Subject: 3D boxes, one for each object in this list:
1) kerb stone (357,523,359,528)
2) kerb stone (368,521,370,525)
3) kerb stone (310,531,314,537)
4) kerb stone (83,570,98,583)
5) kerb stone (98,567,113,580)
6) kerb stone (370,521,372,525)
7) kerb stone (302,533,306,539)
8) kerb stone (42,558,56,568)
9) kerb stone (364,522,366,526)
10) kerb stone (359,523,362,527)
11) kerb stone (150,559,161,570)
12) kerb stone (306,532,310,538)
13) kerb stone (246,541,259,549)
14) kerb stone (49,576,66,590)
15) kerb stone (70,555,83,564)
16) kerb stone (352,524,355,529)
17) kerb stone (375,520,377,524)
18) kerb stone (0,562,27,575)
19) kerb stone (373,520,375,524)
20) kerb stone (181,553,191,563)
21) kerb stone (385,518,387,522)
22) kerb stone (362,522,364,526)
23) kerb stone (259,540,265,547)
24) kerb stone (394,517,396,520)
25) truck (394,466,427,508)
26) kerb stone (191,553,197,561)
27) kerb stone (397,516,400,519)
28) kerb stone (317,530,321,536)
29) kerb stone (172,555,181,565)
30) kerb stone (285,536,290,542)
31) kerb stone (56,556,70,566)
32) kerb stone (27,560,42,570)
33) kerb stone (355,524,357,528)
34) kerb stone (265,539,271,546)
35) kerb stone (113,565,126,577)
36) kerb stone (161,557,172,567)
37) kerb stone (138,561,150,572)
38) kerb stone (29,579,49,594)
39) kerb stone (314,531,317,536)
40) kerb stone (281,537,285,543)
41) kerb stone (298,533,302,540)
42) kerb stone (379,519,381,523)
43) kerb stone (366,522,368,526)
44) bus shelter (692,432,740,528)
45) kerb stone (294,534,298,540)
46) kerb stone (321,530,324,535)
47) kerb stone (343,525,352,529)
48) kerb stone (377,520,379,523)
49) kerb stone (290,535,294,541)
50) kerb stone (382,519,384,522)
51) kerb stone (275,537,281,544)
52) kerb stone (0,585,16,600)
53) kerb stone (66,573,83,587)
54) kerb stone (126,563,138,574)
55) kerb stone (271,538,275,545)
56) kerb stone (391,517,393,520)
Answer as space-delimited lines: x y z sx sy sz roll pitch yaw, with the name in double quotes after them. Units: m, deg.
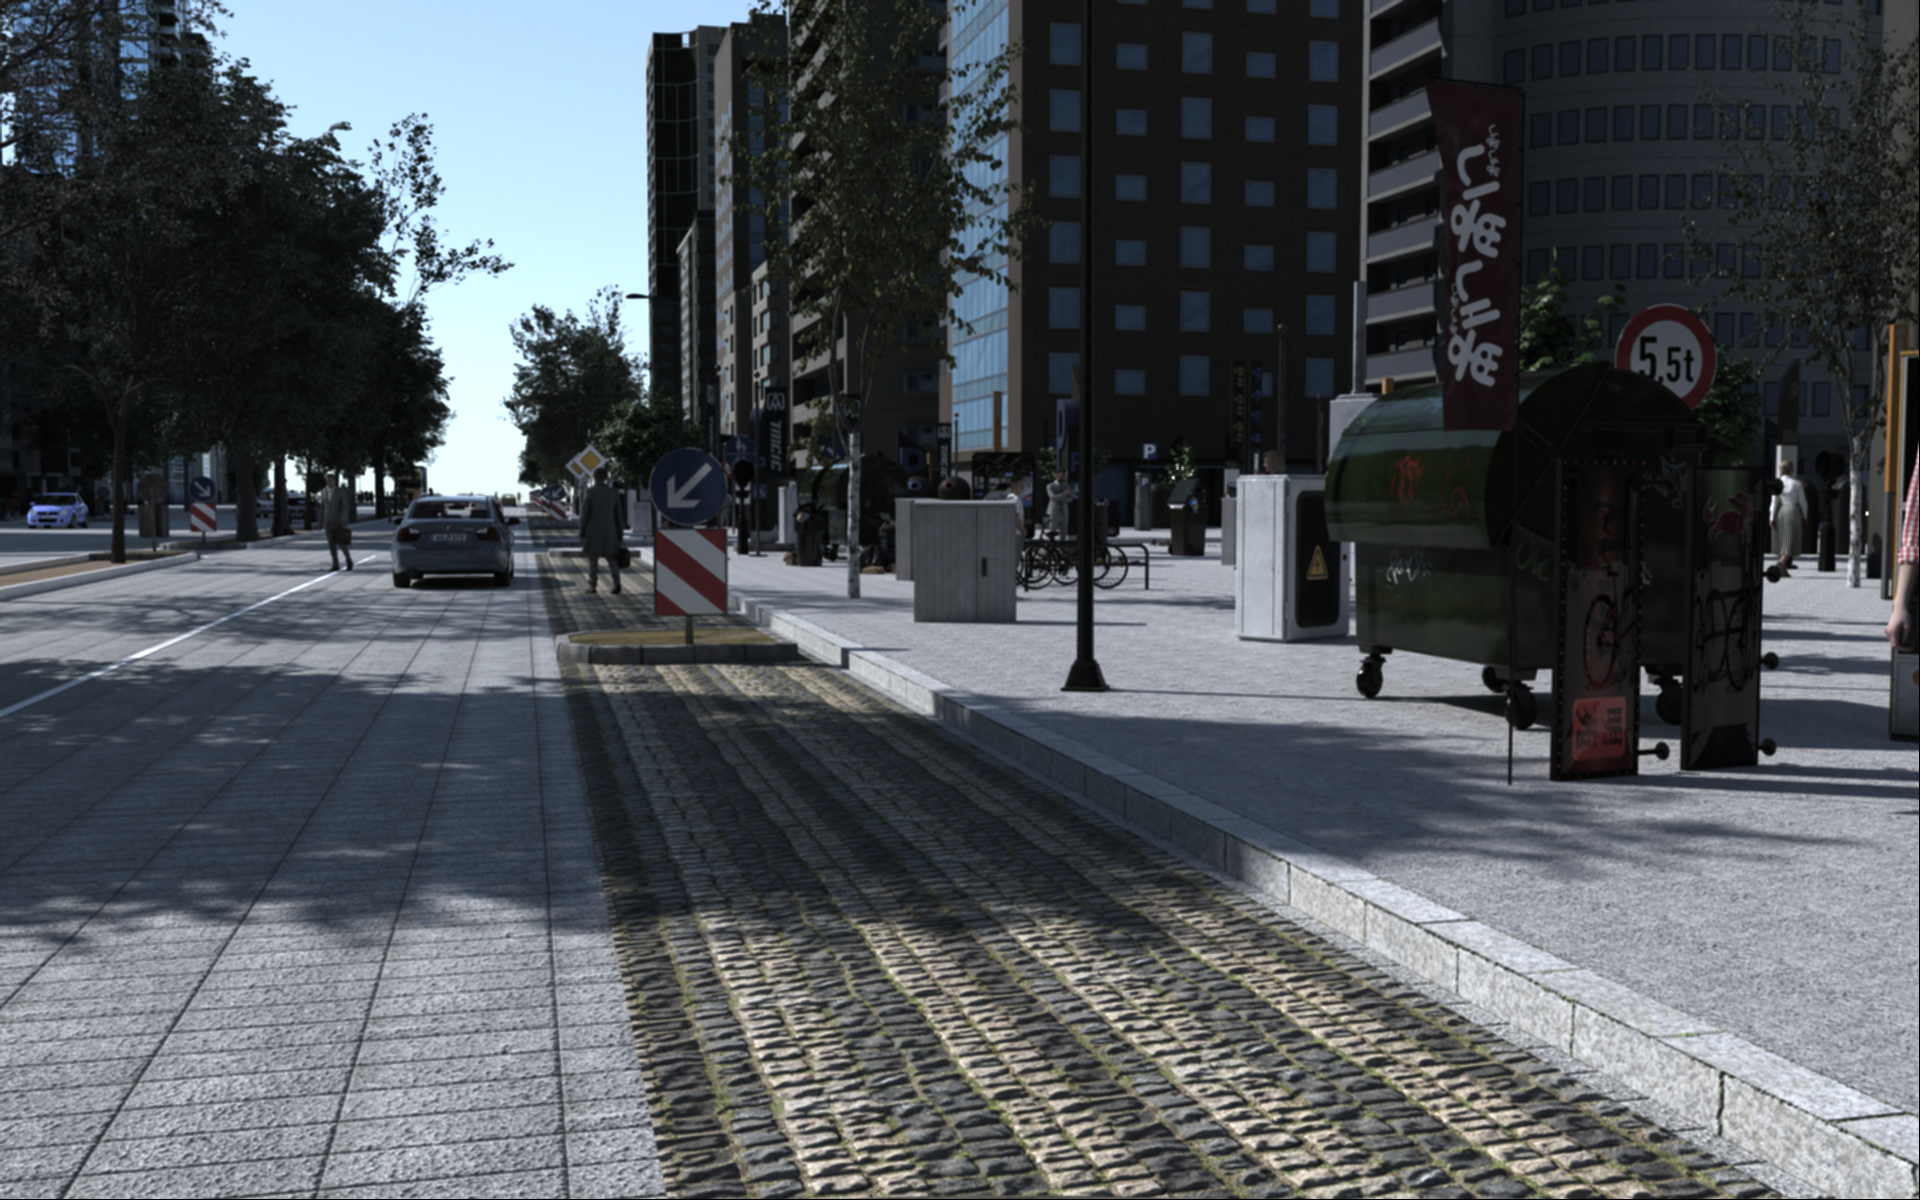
-25.667 -3.130 73.376 0.120 0.150 1.000 -1 4 -14 "kerb stone"
-26.925 -3.433 78.348 0.120 0.150 1.000 -1 4 -14 "kerb stone"
-21.641 -2.151 57.453 0.120 0.150 1.000 -1 4 -14 "kerb stone"
-14.217 -0.362 28.116 0.120 0.150 1.000 -1 4 -14 "kerb stone"
-14.467 -0.423 29.110 0.120 0.150 1.000 -1 4 -14 "kerb stone"
-27.174 -3.495 79.339 0.120 0.150 1.000 -1 4 -14 "kerb stone"
-21.140 -2.034 55.468 0.120 0.150 1.000 -1 4 -14 "kerb stone"
-17.757 -0.695 33.561 0.120 0.150 1.000 -1 4 -14 "kerb stone"
-26.427 -3.311 76.354 0.120 0.150 1.000 -1 4 -14 "kerb stone"
-25.914 -3.191 74.371 0.120 0.150 1.000 -1 4 -14 "kerb stone"
-15.475 -0.666 33.081 0.120 0.150 1.000 -1 4 -14 "kerb stone"
-21.394 -2.096 56.460 0.120 0.150 1.000 -1 4 -14 "kerb stone"
-18.624 -1.425 45.535 0.120 0.150 1.000 -1 4 -14 "kerb stone"
-13.721 -0.238 26.133 0.120 0.150 1.000 -1 4 -14 "kerb stone"
-18.256 -0.814 35.561 0.120 0.150 1.000 -1 4 -14 "kerb stone"
-25.164 -3.009 71.389 0.120 0.150 1.000 -1 4 -14 "kerb stone"
-27.936 -3.677 82.322 0.120 0.150 1.000 -1 4 -14 "kerb stone"
-17.262 -0.572 31.577 0.120 0.150 1.000 -1 4 -14 "kerb stone"
-27.681 -3.617 81.332 0.120 0.150 1.000 -1 4 -14 "kerb stone"
-16.229 -0.846 36.068 0.120 0.150 1.000 -1 4 -14 "kerb stone"
-29.441 -4.041 88.291 0.120 0.150 1.000 -1 4 -14 "kerb stone"
-26.169 -3.251 75.365 0.120 0.150 1.000 -1 4 -14 "kerb stone"
-18.872 -1.486 46.526 0.120 0.150 1.000 -1 4 -14 "kerb stone"
-30.952 -4.407 94.250 0.120 0.150 1.000 -1 4 -14 "kerb stone"
-55.365 -11.380 174.974 2.839 4.237 11.283 -1 4 -15 "truck"
-16.482 -0.909 37.059 0.120 0.150 1.000 -1 4 -14 "kerb stone"
-31.697 -4.588 97.226 0.120 0.150 1.000 -1 4 -14 "kerb stone"
-22.149 -2.278 59.441 0.120 0.150 1.000 -1 4 -14 "kerb stone"
-15.984 -0.788 35.071 0.120 0.150 1.000 -1 4 -14 "kerb stone"
-20.132 -1.792 51.498 0.120 0.150 1.000 -1 4 -14 "kerb stone"
-18.013 -0.756 34.561 0.120 0.150 1.000 -1 4 -14 "kerb stone"
-17.508 -0.634 32.569 0.120 0.150 1.000 -1 4 -14 "kerb stone"
-25.421 -3.069 72.378 0.120 0.150 1.000 -1 4 -14 "kerb stone"
-19.122 -1.549 47.523 0.120 0.150 1.000 -1 4 -14 "kerb stone"
-14.722 -0.483 30.100 0.120 0.150 1.000 -1 4 -14 "kerb stone"
-15.720 -0.727 34.083 0.120 0.150 1.000 -1 4 -14 "kerb stone"
-15.226 -0.605 32.085 0.120 0.150 1.000 -1 4 -14 "kerb stone"
-13.468 -0.180 25.142 0.120 0.150 1.000 -1 4 -14 "kerb stone"
-21.898 -2.217 58.447 0.120 0.150 1.000 -1 4 -14 "kerb stone"
-19.880 -1.731 50.507 0.120 0.150 1.000 -1 4 -14 "kerb stone"
-20.887 -1.970 54.474 0.120 0.150 1.000 -1 4 -14 "kerb stone"
-28.431 -3.799 84.310 0.120 0.150 1.000 -1 4 -14 "kerb stone"
-26.676 -3.373 77.345 0.120 0.150 1.000 -1 4 -14 "kerb stone"
-9.759 -4.673 67.689 1.731 3.624 6.357 -1 4 -14 "bus shelter"
-20.637 -1.911 53.483 0.120 0.150 1.000 -1 4 -14 "kerb stone"
-22.395 -2.339 60.437 0.120 0.150 1.000 -1 4 -14 "kerb stone"
-24.911 -2.947 70.382 0.120 0.150 1.000 -1 4 -14 "kerb stone"
-28.181 -3.738 83.319 0.120 0.150 1.000 -1 4 -14 "kerb stone"
-20.379 -1.853 52.491 0.120 0.150 1.000 -1 4 -14 "kerb stone"
-28.941 -3.920 86.299 0.120 0.150 1.000 -1 4 -14 "kerb stone"
-19.630 -1.671 49.516 0.120 0.150 1.000 -1 4 -14 "kerb stone"
-13.214 -0.119 24.145 0.120 0.150 1.000 -1 4 -14 "kerb stone"
-13.966 -0.301 27.125 0.120 0.150 1.000 -1 4 -14 "kerb stone"
-14.973 -0.541 31.094 0.120 0.150 1.000 -1 4 -14 "kerb stone"
-19.381 -1.606 48.512 0.120 0.150 1.000 -1 4 -14 "kerb stone"
-30.453 -4.286 92.265 0.120 0.150 1.000 -1 4 -14 "kerb stone"
